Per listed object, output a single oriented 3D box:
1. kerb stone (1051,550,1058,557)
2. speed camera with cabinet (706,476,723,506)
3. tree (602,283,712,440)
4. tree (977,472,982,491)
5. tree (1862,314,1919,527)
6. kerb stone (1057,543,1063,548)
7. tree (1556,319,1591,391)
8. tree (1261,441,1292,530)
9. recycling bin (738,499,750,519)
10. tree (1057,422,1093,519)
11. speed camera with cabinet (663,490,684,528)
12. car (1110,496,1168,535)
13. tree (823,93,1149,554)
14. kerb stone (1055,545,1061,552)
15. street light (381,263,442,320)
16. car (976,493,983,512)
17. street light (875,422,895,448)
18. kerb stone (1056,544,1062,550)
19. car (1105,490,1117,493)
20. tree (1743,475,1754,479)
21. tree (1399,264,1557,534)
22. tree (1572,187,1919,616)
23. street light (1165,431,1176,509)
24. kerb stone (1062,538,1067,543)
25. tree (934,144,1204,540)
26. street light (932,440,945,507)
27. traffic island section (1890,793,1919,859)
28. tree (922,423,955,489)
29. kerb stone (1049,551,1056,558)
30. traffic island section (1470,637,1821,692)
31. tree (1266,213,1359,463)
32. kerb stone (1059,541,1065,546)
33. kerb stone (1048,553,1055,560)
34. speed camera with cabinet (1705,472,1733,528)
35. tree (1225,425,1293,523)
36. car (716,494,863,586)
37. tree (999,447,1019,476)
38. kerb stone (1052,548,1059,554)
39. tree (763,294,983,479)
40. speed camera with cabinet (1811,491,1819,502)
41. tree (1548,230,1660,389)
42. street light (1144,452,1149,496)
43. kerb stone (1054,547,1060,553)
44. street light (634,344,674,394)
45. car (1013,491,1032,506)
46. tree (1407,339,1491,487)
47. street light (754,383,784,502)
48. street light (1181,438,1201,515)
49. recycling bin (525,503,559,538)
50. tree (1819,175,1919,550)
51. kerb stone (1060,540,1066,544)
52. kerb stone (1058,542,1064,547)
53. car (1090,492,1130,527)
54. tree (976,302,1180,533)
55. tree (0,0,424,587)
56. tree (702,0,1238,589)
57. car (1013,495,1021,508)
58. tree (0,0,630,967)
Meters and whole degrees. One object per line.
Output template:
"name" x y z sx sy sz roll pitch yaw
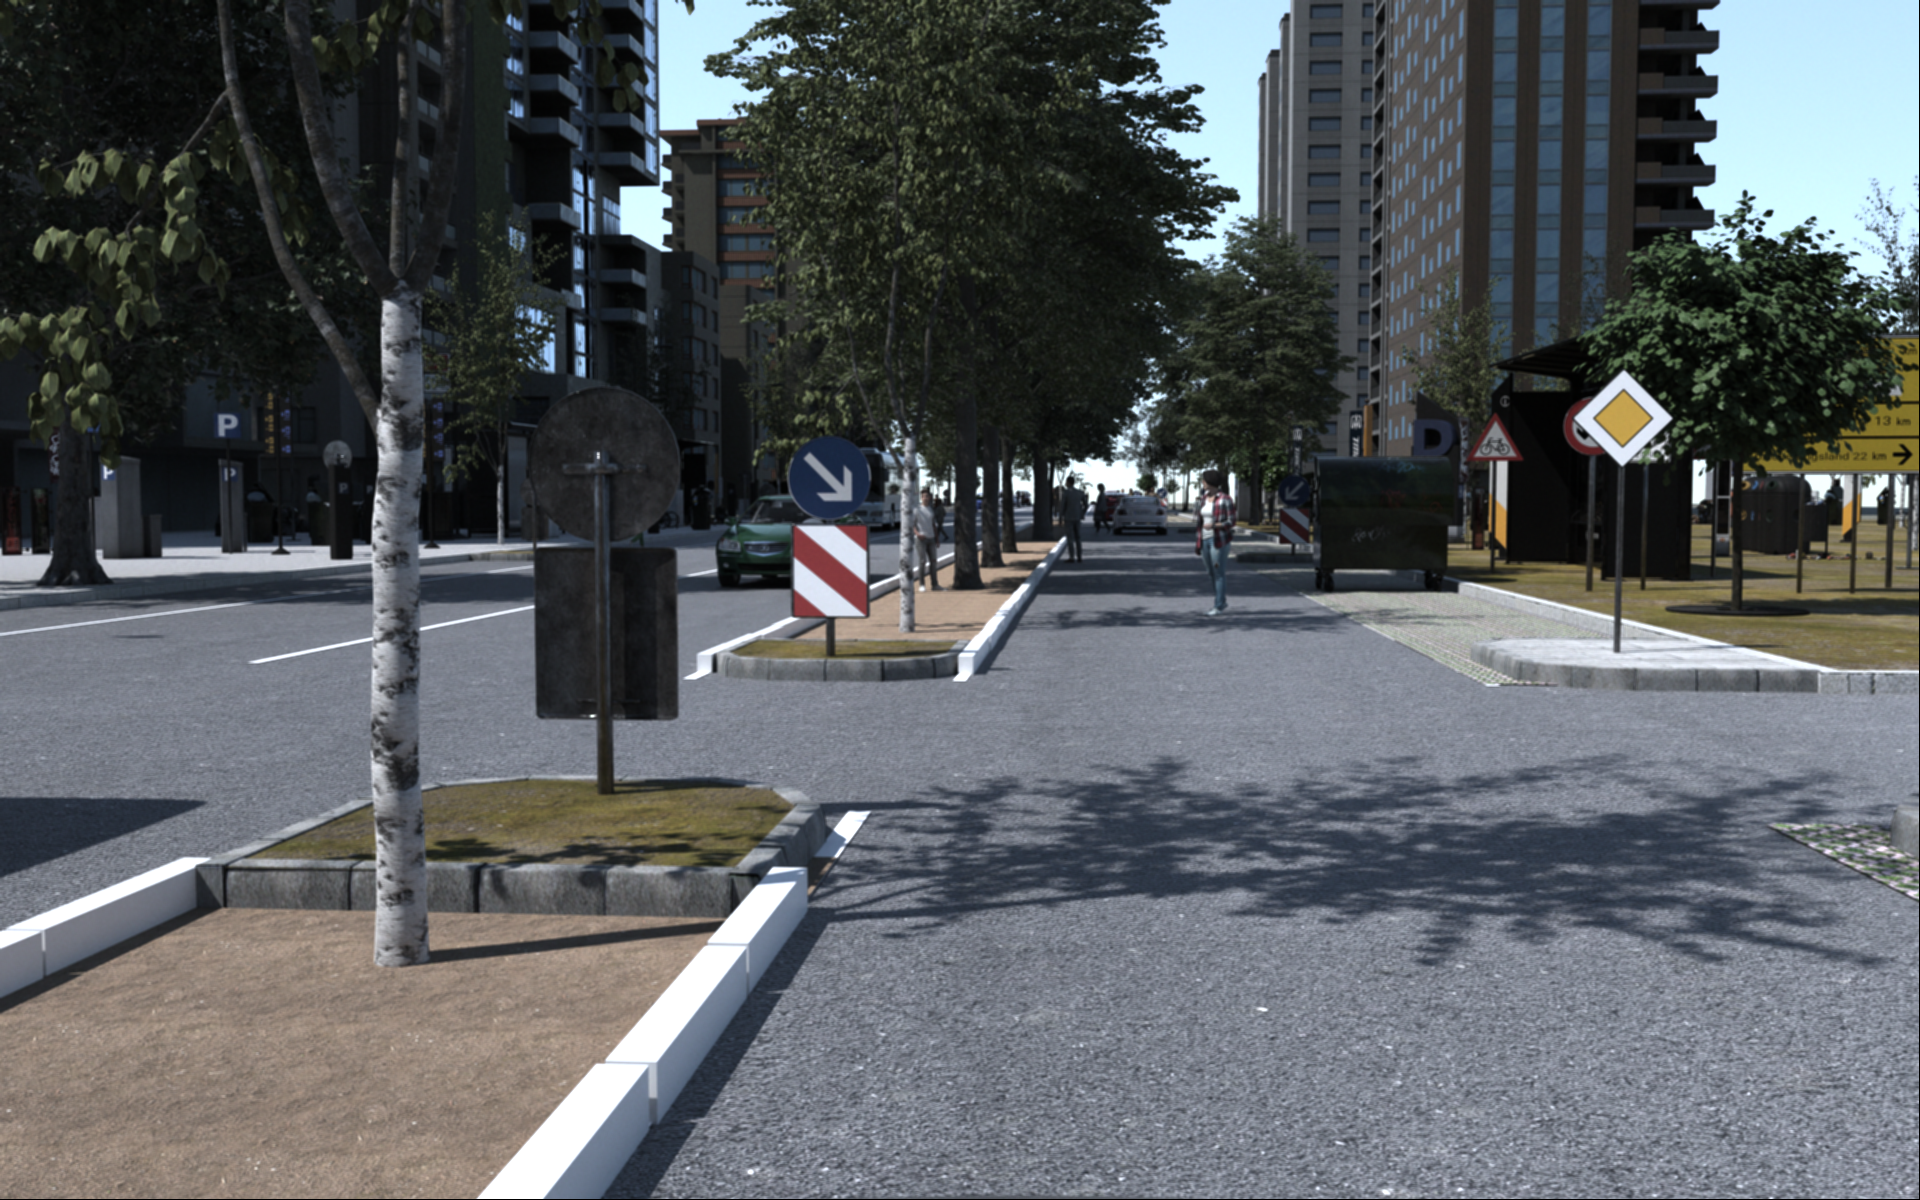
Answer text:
"kerb stone" 2.000 -0.948 37.699 0.120 0.150 1.000 0 4 5
"speed camera with cabinet" -13.338 -5.867 90.260 2.038 3.252 0.660 2 4 31
"tree" -10.827 -6.778 61.175 4.360 8.622 3.978 0 3 0
"tree" 0.962 -13.551 205.273 4.285 4.588 4.351 0 3 0
"tree" 36.366 -7.117 66.728 4.737 8.622 4.395 0 3 0
"kerb stone" 2.420 -1.260 42.792 0.120 0.150 1.000 0 4 5
"tree" 25.450 -7.445 72.085 4.737 8.622 4.395 0 3 0
"tree" 11.387 -4.168 62.741 1.663 3.219 1.824 0 3 0
"recycling bin" -10.986 -4.676 89.006 0.722 1.027 0.722 -1 4 -15
"tree" 5.157 -8.250 87.709 4.360 8.622 3.978 0 3 0
"speed camera with cabinet" -11.263 -4.442 66.964 0.660 3.252 2.038 0 4 8
"car" 6.433 -3.043 62.116 2.083 1.381 4.827 0 4 4
"tree" 1.087 -6.942 41.710 9.928 11.665 9.643 0 3 0
"kerb stone" 2.246 -1.135 40.755 0.120 0.150 1.000 0 4 5
"street light" -11.106 -3.819 34.980 1.470 5.913 1.316 0 4 5
"car" 1.955 -7.940 139.405 1.945 1.707 3.694 0 4 4
"street light" -4.873 -8.484 111.261 1.470 5.913 1.316 0 4 5
"kerb stone" 2.331 -1.195 41.774 0.120 0.150 1.000 0 4 5
"car" 15.673 -10.374 178.292 2.281 1.827 5.304 0 4 3
"tree" 38.662 -8.224 84.829 4.360 8.622 3.978 0 3 0
"tree" 16.032 -6.393 54.888 4.737 8.622 4.395 0 3 0
"tree" 8.456 -2.146 18.801 4.285 4.588 4.351 0 3 0
"street light" 15.898 -9.454 127.110 1.470 5.913 1.316 0 4 5
"kerb stone" 2.824 -1.568 47.890 0.120 0.150 1.000 0 4 5
"tree" 2.568 -8.808 53.130 9.857 13.997 8.962 0 3 0
"street light" -1.809 -10.845 149.857 1.470 5.913 1.316 0 4 5
"traffic island section" 4.690 0.992 6.068 2.009 0.180 2.903 0 4 5
"tree" -2.076 -13.223 166.558 4.360 8.622 3.978 0 3 0
"kerb stone" 1.913 -0.885 36.677 0.120 0.150 1.000 0 4 5
"traffic island section" 5.337 0.505 14.027 2.009 0.180 2.903 0 4 5
"tree" 12.356 -9.296 70.114 7.486 12.596 7.792 0 3 0
"kerb stone" 2.575 -1.380 44.831 0.120 0.150 1.000 0 4 5
"kerb stone" 1.836 -0.823 35.656 0.120 0.150 1.000 0 4 5
"speed camera with cabinet" 29.464 -4.400 66.270 2.038 3.252 0.660 -2 4 -26
"tree" 13.473 -5.717 77.183 4.285 4.588 4.351 0 3 0
"car" -2.660 -1.011 28.327 2.131 1.459 4.920 0 4 7
"tree" 3.835 -20.307 242.394 12.009 13.543 11.850 0 3 0
"kerb stone" 2.075 -1.008 38.719 0.120 0.150 1.000 0 4 5
"tree" -6.812 -11.732 102.193 12.009 13.543 11.850 0 3 0
"speed camera with cabinet" 39.125 -5.312 81.183 2.038 3.252 0.660 2 4 33
"tree" 18.816 -6.047 49.231 4.360 8.622 3.978 0 3 0
"street light" 21.063 -13.279 189.646 1.470 5.913 1.316 0 4 5
"kerb stone" 2.165 -1.073 39.736 0.120 0.150 1.000 0 4 5
"street light" -9.579 -4.978 53.931 1.470 5.913 1.316 0 4 5
"car" 7.524 -12.281 209.462 2.281 1.827 5.304 0 4 6
"tree" 22.966 -8.012 81.353 4.360 8.622 3.978 0 3 0
"street light" -8.089 -6.137 72.886 1.470 5.913 1.316 0 4 5
"street light" 14.437 -8.285 107.995 1.470 5.913 1.316 0 4 5
"recycling bin" -12.201 -2.326 50.586 0.722 1.027 0.722 1 4 18
"tree" 21.601 -5.441 39.330 4.360 8.622 3.978 0 3 0
"kerb stone" 2.658 -1.446 45.853 0.120 0.150 1.000 0 4 5
"kerb stone" 2.493 -1.322 43.811 0.120 0.150 1.000 0 4 5
"car" 6.820 -4.115 76.318 2.155 1.783 4.494 0 4 4
"tree" 3.164 -7.655 62.026 8.767 10.594 7.601 0 4 5
"tree" -12.472 -6.561 24.287 9.611 12.733 9.660 0 3 0
"tree" 0.175 -6.407 25.340 7.486 12.596 7.792 0 3 0
"car" 5.577 -10.627 186.108 2.083 1.381 4.827 0 4 3
"tree" -1.723 -3.207 5.261 4.737 8.622 4.395 0 3 0
